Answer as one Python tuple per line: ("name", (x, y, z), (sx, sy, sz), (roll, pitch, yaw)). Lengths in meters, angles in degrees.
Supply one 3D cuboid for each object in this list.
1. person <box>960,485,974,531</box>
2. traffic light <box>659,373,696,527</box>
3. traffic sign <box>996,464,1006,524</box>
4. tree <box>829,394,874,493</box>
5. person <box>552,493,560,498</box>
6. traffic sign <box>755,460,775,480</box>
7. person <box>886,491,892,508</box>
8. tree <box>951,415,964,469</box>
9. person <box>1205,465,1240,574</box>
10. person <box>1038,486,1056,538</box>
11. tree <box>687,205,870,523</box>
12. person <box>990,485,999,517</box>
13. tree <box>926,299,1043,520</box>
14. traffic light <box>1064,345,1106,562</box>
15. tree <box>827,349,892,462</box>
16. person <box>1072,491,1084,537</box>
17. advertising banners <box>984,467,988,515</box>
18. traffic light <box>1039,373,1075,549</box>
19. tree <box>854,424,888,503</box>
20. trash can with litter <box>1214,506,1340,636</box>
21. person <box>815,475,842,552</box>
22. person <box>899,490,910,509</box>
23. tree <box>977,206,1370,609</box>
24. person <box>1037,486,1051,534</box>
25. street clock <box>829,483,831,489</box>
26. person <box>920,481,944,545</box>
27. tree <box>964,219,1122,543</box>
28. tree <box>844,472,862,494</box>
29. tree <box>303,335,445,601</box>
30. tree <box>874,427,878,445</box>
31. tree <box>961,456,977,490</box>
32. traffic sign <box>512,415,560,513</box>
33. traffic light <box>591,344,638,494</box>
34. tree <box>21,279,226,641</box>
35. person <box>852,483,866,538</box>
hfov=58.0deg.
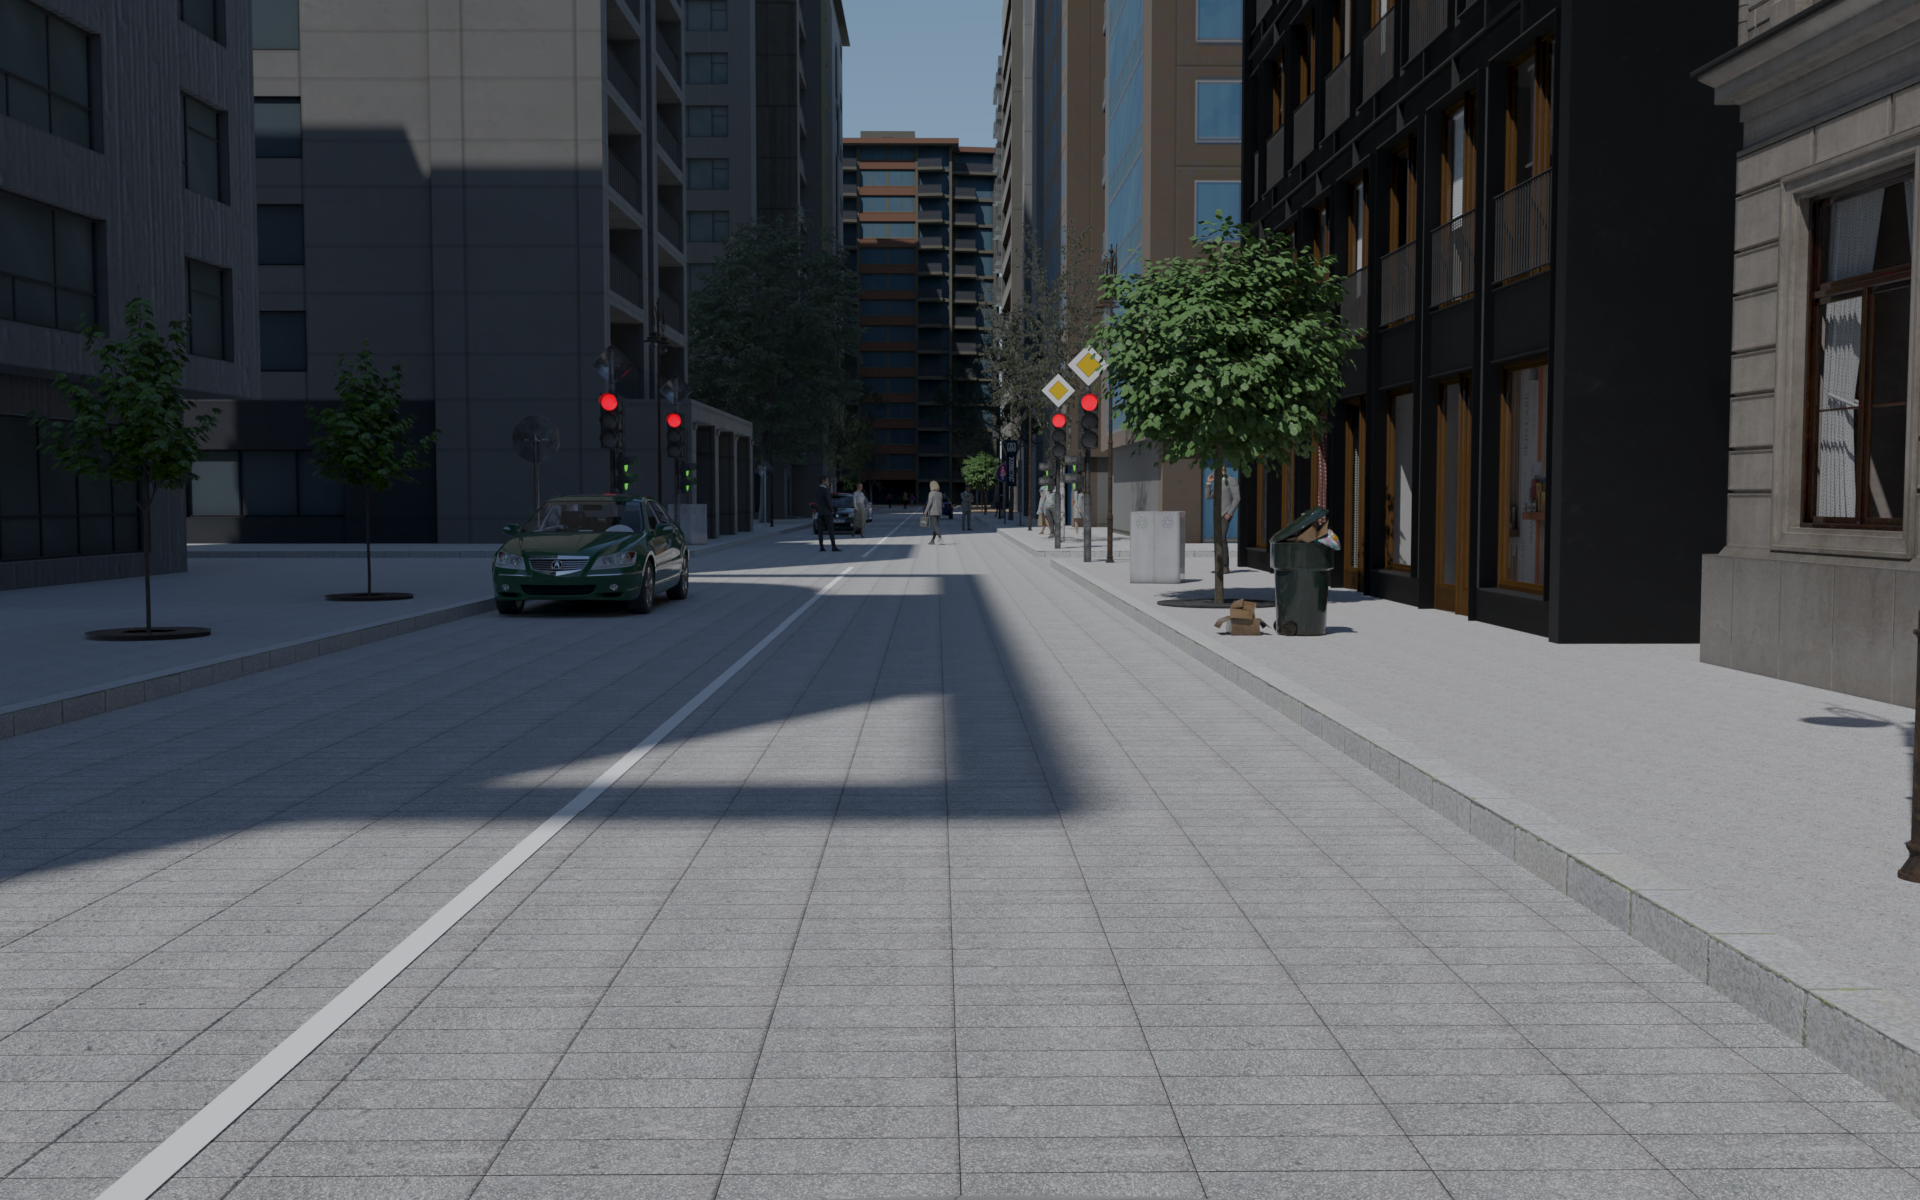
("person", (0.304, -3.617, 67.811), (0.511, 1.800, 0.466), (-3, 5, -43))
("traffic light", (-6.588, -3.146, 40.362), (0.839, 4.253, 0.868), (0, 4, -1))
("traffic sign", (1.935, -4.558, 74.630), (0.768, 2.556, 0.104), (0, 4, 8))
("tree", (-8.281, -9.974, 113.440), (4.737, 8.622, 4.395), (0, 3, 0))
("person", (-9.582, -1.873, 40.953), (0.425, 1.301, 0.394), (1, 4, 15))
("traffic sign", (-7.436, -4.052, 65.984), (0.795, 2.593, 0.064), (0, 4, 1))
("person", (-7.151, -10.112, 174.509), (0.721, 1.739, 1.217), (1, 4, 23))
("tree", (1.296, -12.466, 154.175), (4.360, 8.622, 3.978), (0, 3, 0))
("person", (4.222, -1.327, 27.928), (0.473, 1.802, 0.592), (-1, 4, -10))
("person", (2.635, -2.693, 50.561), (0.782, 1.767, 0.515), (3, 5, 43))
("tree", (-8.781, -10.418, 76.985), (9.857, 13.997, 8.962), (0, 3, 0))
("person", (2.085, -5.544, 96.862), (0.728, 1.800, 0.709), (2, 4, 32))
("tree", (2.408, -9.133, 83.745), (8.767, 10.594, 7.601), (0, 4, 6))
("traffic light", (2.382, -2.666, 32.516), (0.839, 4.253, 0.868), (0, 4, -1))
("tree", (-8.551, -10.483, 105.805), (8.767, 10.594, 7.601), (-1, 4, -9))
("person", (3.598, -2.756, 52.114), (0.522, 1.701, 0.512), (2, 4, 29))
("advertising banners", (1.630, -6.842, 108.049), (0.090, 3.025, 2.074), (0, 4, 7))
("traffic light", (2.272, -3.155, 40.500), (0.839, 4.253, 0.868), (0, 4, -1))
("tree", (-8.938, -13.591, 172.579), (4.360, 8.622, 3.978), (0, 3, 0))
("trash can with litter", (2.872, -0.265, 15.716), (1.055, 1.170, 0.624), (0, 4, -1))
("person", (-3.326, -2.168, 43.309), (0.648, 1.900, 0.474), (3, 5, 40))
("person", (-5.283, -9.639, 166.198), (1.348, 1.812, 0.705), (-3, 5, -44))
("tree", (3.074, -2.218, 19.973), (4.285, 4.588, 4.351), (0, 3, 0))
("person", (2.756, -2.977, 54.811), (0.616, 1.811, 0.778), (-2, 4, -34))
("street clock", (-7.808, -5.919, 101.351), (0.471, 2.002, 0.358), (1, 4, 14))
("person", (-0.748, -2.451, 48.756), (0.709, 1.800, 0.728), (-3, 5, -45))
("tree", (2.471, -5.827, 45.628), (4.360, 8.622, 3.978), (0, 3, 0))
("tree", (-9.163, -9.388, 148.096), (1.663, 3.219, 1.824), (0, 3, 0))
("tree", (-7.125, -1.626, 21.189), (1.663, 3.219, 1.824), (0, 3, 0))
("tree", (-9.435, -12.650, 157.196), (4.737, 8.622, 4.395), (0, 3, 0))
("tree", (1.706, -8.823, 127.967), (4.285, 4.588, 4.351), (0, 3, 0))
("traffic sign", (-6.858, -1.708, 28.039), (0.768, 2.556, 0.104), (0, 4, 0))
("traffic light", (-6.478, -2.658, 32.378), (0.839, 4.253, 0.868), (0, 4, -1))
("tree", (-7.268, -1.286, 15.632), (1.663, 3.219, 1.824), (0, 3, 0))
("person", (-3.362, -2.956, 57.063), (0.478, 1.798, 0.641), (-2, 4, -32))
